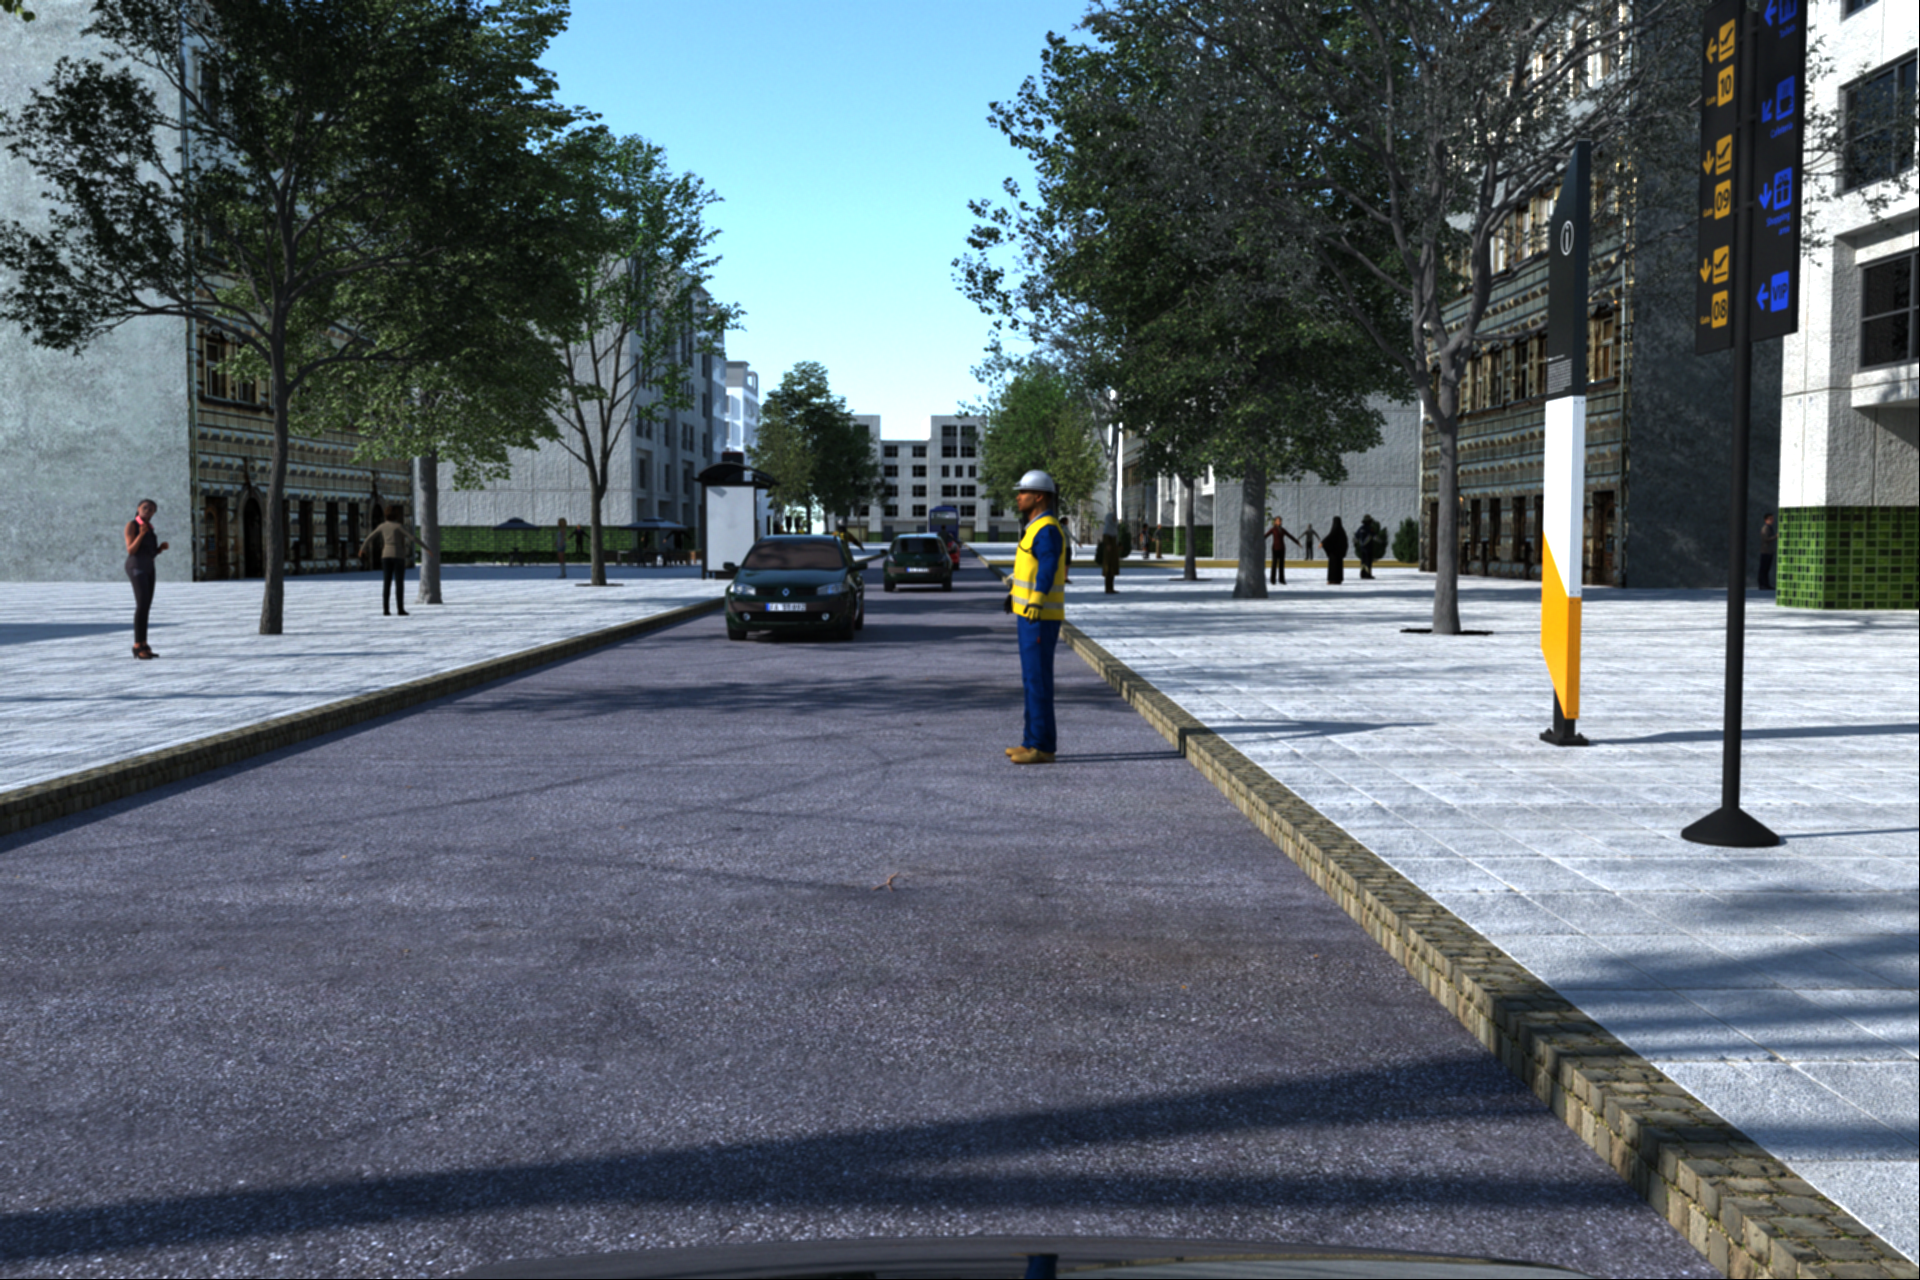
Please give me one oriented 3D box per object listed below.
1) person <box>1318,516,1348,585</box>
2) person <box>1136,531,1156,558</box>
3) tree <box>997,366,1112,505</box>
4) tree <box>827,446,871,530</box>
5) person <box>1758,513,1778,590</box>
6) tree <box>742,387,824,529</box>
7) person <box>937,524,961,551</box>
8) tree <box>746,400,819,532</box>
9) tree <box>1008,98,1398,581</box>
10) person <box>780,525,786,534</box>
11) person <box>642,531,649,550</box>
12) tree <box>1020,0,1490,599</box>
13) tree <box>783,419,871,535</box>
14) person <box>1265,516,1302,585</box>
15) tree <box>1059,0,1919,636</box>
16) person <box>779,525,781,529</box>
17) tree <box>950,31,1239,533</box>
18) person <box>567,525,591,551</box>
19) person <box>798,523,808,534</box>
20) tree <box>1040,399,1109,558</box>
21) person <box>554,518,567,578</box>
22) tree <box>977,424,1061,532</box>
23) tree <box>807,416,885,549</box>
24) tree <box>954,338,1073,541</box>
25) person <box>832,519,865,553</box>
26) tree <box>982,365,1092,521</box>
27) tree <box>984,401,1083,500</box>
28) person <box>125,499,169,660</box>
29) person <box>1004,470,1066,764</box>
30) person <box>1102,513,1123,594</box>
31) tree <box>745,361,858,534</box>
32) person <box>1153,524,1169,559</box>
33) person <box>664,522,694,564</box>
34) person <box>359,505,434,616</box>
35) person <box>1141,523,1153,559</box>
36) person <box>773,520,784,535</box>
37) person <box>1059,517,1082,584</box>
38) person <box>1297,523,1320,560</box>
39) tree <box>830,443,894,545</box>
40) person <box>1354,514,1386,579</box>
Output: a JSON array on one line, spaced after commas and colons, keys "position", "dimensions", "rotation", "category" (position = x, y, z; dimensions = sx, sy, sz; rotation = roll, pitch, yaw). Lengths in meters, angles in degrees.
[{"position": [9.510, -2.282, 44.098], "dimensions": [1.214, 1.737, 0.721], "rotation": [-3, 5, -45], "category": "person"}, {"position": [10.162, -5.368, 94.481], "dimensions": [1.216, 1.740, 0.721], "rotation": [1, 4, 22], "category": "person"}, {"position": [5.770, -10.975, 105.194], "dimensions": [9.928, 11.665, 9.643], "rotation": [0, 3, 0], "category": "tree"}, {"position": [-9.834, -11.645, 140.752], "dimensions": [4.360, 8.622, 3.978], "rotation": [0, 3, 0], "category": "tree"}, {"position": [18.682, -2.029, 39.742], "dimensions": [0.617, 1.759, 0.750], "rotation": [-2, 4, -34], "category": "person"}, {"position": [-9.187, -8.373, 87.260], "dimensions": [4.360, 8.622, 3.978], "rotation": [0, 3, 0], "category": "tree"}, {"position": [-0.626, -3.512, 66.144], "dimensions": [1.348, 1.796, 0.705], "rotation": [0, 4, 6], "category": "person"}, {"position": [-9.397, -8.751, 93.440], "dimensions": [4.737, 8.622, 4.395], "rotation": [0, 3, 0], "category": "tree"}, {"position": [6.267, -8.379, 47.371], "dimensions": [12.009, 13.543, 11.850], "rotation": [0, 3, 0], "category": "tree"}, {"position": [-9.074, -4.971, 88.080], "dimensions": [1.217, 1.733, 0.721], "rotation": [-1, 4, -23], "category": "person"}, {"position": [-17.245, -5.443, 94.932], "dimensions": [0.705, 1.837, 1.347], "rotation": [0, 4, -2], "category": "person"}, {"position": [5.791, -7.804, 34.257], "dimensions": [9.857, 13.997, 8.962], "rotation": [0, 3, 0], "category": "tree"}, {"position": [-10.307, -12.012, 130.809], "dimensions": [7.601, 10.594, 8.767], "rotation": [0, 4, -6], "category": "tree"}, {"position": [8.108, -2.270, 43.927], "dimensions": [1.215, 1.729, 0.721], "rotation": [-1, 4, -17], "category": "person"}, {"position": [6.171, -6.814, 21.779], "dimensions": [12.009, 13.543, 11.850], "rotation": [0, 3, 0], "category": "tree"}, {"position": [-10.494, -5.828, 101.420], "dimensions": [1.346, 1.812, 0.704], "rotation": [-2, 4, -33], "category": "person"}, {"position": [5.540, -12.780, 64.837], "dimensions": [12.611, 20.169, 13.585], "rotation": [0, 3, 0], "category": "tree"}, {"position": [-20.640, -5.364, 93.922], "dimensions": [1.346, 1.802, 0.704], "rotation": [-2, 4, -27], "category": "person"}, {"position": [-7.303, -4.471, 79.568], "dimensions": [1.216, 1.772, 0.721], "rotation": [-1, 4, -9], "category": "person"}, {"position": [6.272, -8.779, 93.896], "dimensions": [4.737, 8.622, 4.395], "rotation": [0, 3, 0], "category": "tree"}, {"position": [-11.627, -2.666, 50.208], "dimensions": [0.721, 1.753, 1.214], "rotation": [-1, 4, -21], "category": "person"}, {"position": [5.225, -13.552, 147.331], "dimensions": [9.928, 11.665, 9.643], "rotation": [0, 3, 0], "category": "tree"}, {"position": [-10.040, -13.769, 150.878], "dimensions": [9.928, 11.665, 9.643], "rotation": [0, 3, 0], "category": "tree"}, {"position": [5.470, -19.040, 167.194], "dimensions": [12.611, 20.169, 13.585], "rotation": [0, 3, 0], "category": "tree"}, {"position": [-3.365, -2.508, 49.235], "dimensions": [1.354, 1.858, 0.705], "rotation": [-1, 4, -12], "category": "person"}, {"position": [4.898, -12.131, 116.476], "dimensions": [7.486, 12.596, 7.792], "rotation": [0, 3, 0], "category": "tree"}, {"position": [5.602, -12.408, 128.622], "dimensions": [9.928, 11.665, 9.643], "rotation": [0, 3, 0], "category": "tree"}, {"position": [-8.385, -0.634, 17.883], "dimensions": [0.415, 1.643, 0.593], "rotation": [-3, 5, -40], "category": "person"}, {"position": [0.457, -0.153, 10.934], "dimensions": [0.705, 1.833, 1.349], "rotation": [0, 4, -4], "category": "person"}, {"position": [3.333, -1.874, 37.420], "dimensions": [0.721, 1.736, 1.217], "rotation": [1, 4, 18], "category": "person"}, {"position": [-10.336, -11.960, 113.679], "dimensions": [7.486, 12.596, 7.792], "rotation": [0, 3, 0], "category": "tree"}, {"position": [10.367, -5.113, 89.876], "dimensions": [0.705, 1.796, 1.348], "rotation": [3, 5, 40], "category": "person"}, {"position": [-11.905, -4.100, 73.228], "dimensions": [1.347, 1.806, 0.705], "rotation": [-2, 4, -29], "category": "person"}, {"position": [-8.914, -1.259, 27.346], "dimensions": [1.215, 1.744, 0.721], "rotation": [0, 4, 6], "category": "person"}, {"position": [9.458, -5.010, 88.057], "dimensions": [0.704, 1.843, 1.345], "rotation": [2, 4, 30], "category": "person"}, {"position": [-7.621, -4.031, 71.690], "dimensions": [0.705, 1.856, 1.354], "rotation": [2, 4, 32], "category": "person"}, {"position": [2.792, -2.338, 45.055], "dimensions": [0.721, 1.735, 1.217], "rotation": [-2, 4, -30], "category": "person"}, {"position": [17.297, -4.874, 85.817], "dimensions": [1.348, 1.813, 0.705], "rotation": [-1, 4, -20], "category": "person"}, {"position": [-9.736, -14.117, 165.218], "dimensions": [7.601, 10.594, 8.767], "rotation": [2, 4, 32], "category": "tree"}, {"position": [11.706, -2.683, 49.728], "dimensions": [0.704, 1.845, 1.351], "rotation": [-2, 4, -26], "category": "person"}]
